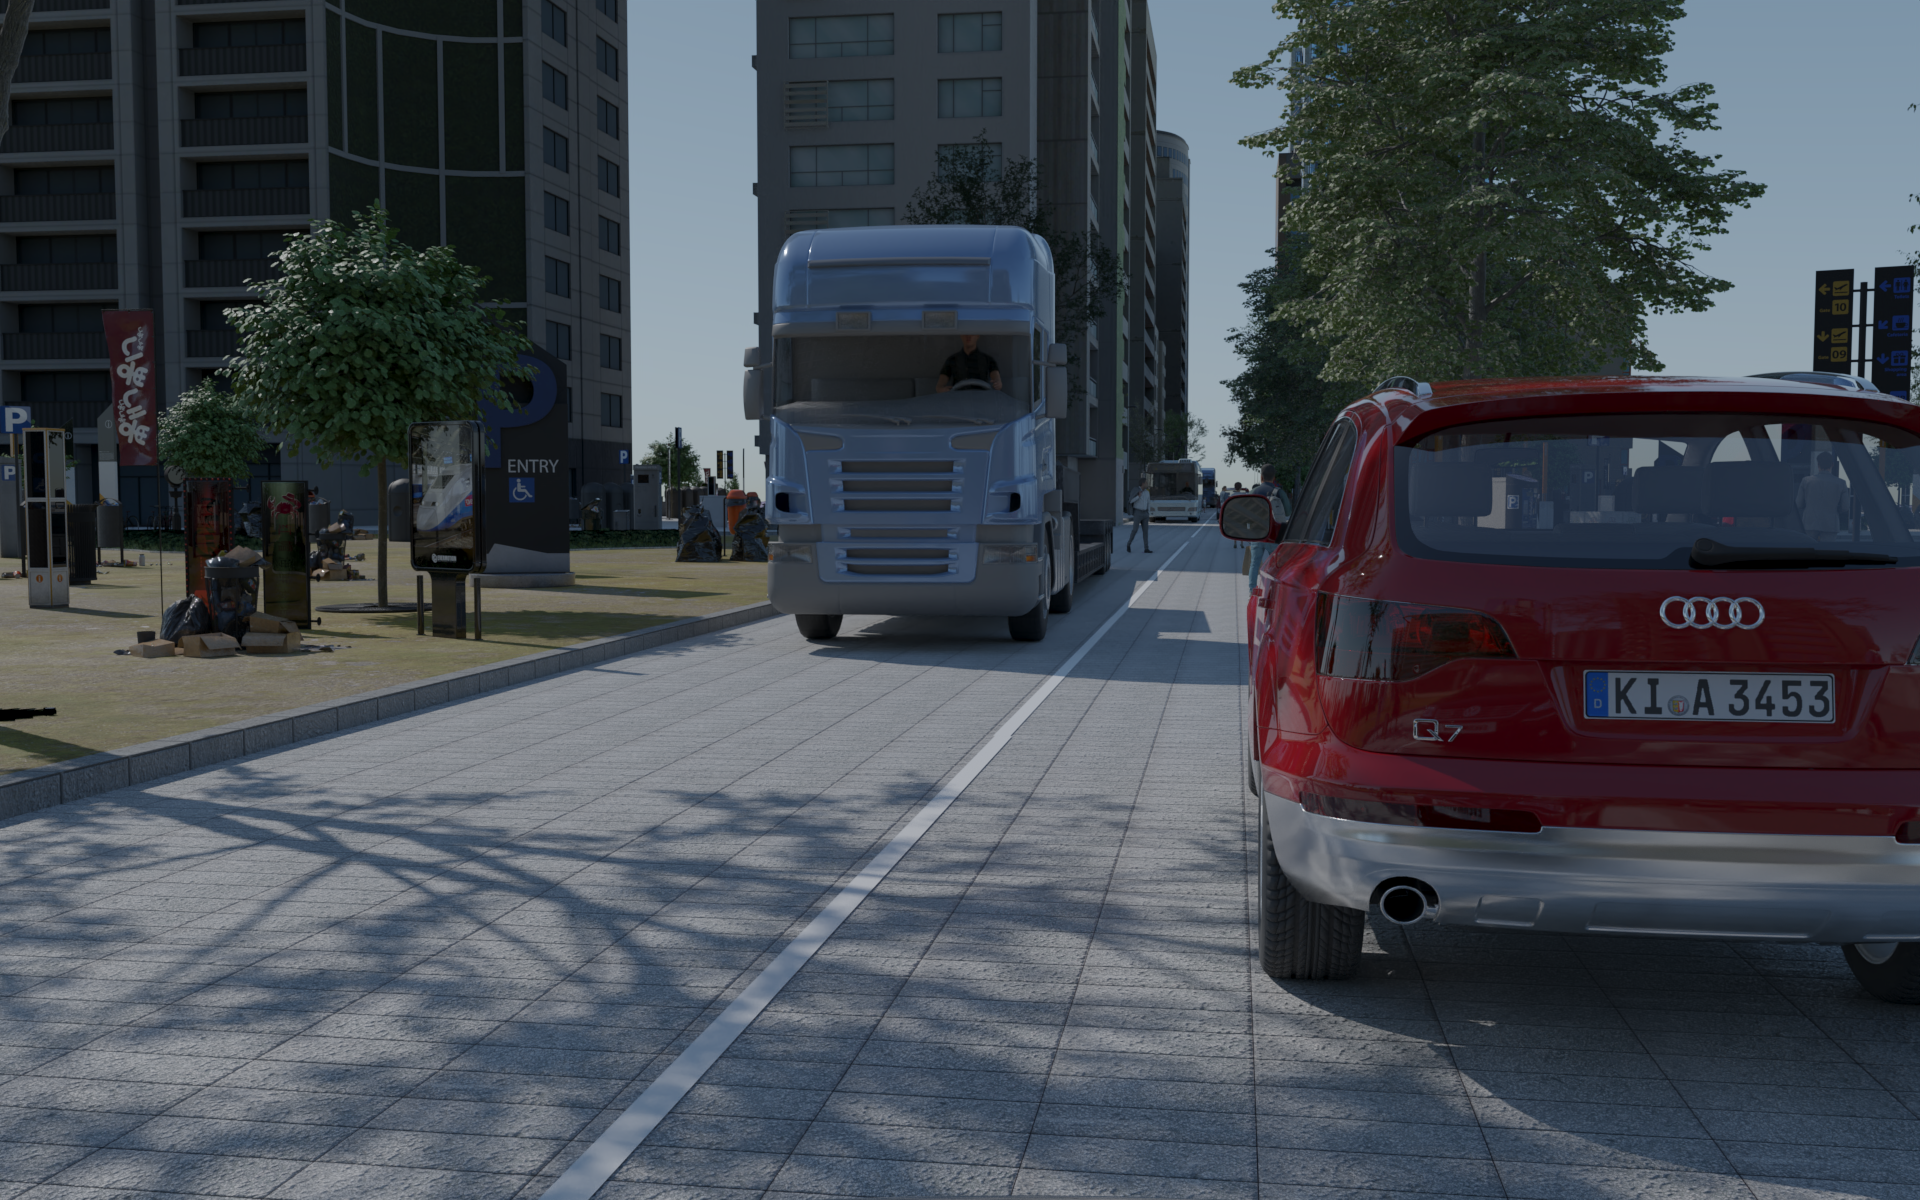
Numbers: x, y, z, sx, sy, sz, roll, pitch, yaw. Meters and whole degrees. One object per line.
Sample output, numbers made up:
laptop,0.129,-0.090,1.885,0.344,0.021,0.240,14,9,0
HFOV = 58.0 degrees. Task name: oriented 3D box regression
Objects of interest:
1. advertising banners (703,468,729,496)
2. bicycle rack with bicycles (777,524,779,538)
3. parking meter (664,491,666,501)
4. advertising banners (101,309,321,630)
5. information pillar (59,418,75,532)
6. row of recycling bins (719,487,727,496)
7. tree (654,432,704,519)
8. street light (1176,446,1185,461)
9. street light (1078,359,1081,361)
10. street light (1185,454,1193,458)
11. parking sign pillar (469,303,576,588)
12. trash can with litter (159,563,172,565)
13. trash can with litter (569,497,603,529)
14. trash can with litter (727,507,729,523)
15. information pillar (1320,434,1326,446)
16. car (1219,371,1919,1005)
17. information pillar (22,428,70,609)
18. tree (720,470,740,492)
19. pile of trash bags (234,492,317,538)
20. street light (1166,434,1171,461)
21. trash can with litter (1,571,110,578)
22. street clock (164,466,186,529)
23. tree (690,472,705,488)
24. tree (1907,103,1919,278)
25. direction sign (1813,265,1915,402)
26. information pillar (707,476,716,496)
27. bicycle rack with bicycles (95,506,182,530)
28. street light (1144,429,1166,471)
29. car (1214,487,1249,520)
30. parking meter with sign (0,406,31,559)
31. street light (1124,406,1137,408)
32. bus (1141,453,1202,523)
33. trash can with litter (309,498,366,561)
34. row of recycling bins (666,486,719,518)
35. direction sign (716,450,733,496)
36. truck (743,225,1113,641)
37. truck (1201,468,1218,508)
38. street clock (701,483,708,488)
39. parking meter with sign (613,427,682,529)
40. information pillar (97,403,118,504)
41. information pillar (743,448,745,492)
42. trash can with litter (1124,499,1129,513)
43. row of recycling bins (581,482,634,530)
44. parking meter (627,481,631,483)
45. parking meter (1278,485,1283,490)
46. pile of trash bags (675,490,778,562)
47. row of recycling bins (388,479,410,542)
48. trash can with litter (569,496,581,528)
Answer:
advertising banners,-16.185,-7.329,116.013,2.074,3.025,0.090,-1,4,-23
bicycle rack with bicycles,-3.134,-1.974,45.649,2.852,0.926,2.925,-3,4,-36
parking meter,-21.112,-7.290,124.904,0.399,1.863,0.255,-1,4,-20
advertising banners,-7.097,-1.236,16.402,2.074,3.025,0.090,0,4,5
information pillar,-27.388,-3.775,53.082,0.504,3.616,0.183,-3,5,-39
row of recycling bins,-16.154,-6.111,107.026,3.534,1.692,1.069,-1,4,-21
tree,-15.114,-6.545,90.732,4.285,4.588,4.351,0,3,0
street light,20.631,-11.897,167.049,1.470,5.913,1.316,1,4,9
street light,3.410,-5.286,58.972,1.470,5.913,1.316,1,4,9
street light,28.389,-14.931,216.662,1.470,5.913,1.316,1,4,9
parking sign pillar,-6.124,-2.181,24.138,1.447,3.967,1.447,-1,4,-14
trash can with litter,-15.402,-1.214,30.898,2.233,1.210,1.678,1,4,17
trash can with litter,-10.185,-2.167,46.816,1.055,1.170,0.624,1,4,10
trash can with litter,-10.343,-3.964,75.874,2.233,1.210,1.678,0,4,6
information pillar,12.962,-4.275,61.252,0.504,3.616,0.183,1,4,17
car,2.119,0.133,6.503,2.281,1.827,5.304,1,4,9
information pillar,-10.266,-0.916,19.464,0.304,2.012,0.304,1,4,10
tree,-17.741,-8.671,136.374,1.663,3.219,1.824,0,3,0
pile of trash bags,-20.837,-2.619,52.569,1.912,1.369,3.447,1,4,19
street light,15.429,-9.914,134.637,1.470,5.913,1.316,1,4,9
trash can with litter,-14.067,-0.979,27.066,1.678,1.210,2.233,1,4,14
street clock,-20.034,-2.428,44.265,0.358,2.002,0.471,3,5,44
tree,-19.945,-8.331,130.808,1.663,3.219,1.824,0,3,0
tree,20.717,-5.088,33.560,4.360,8.622,3.978,0,3,0
direction sign,9.047,-1.556,17.431,0.876,3.537,0.379,2,4,31
information pillar,-10.101,-4.040,70.544,0.304,2.012,0.304,0,4,2
bicycle rack with bicycles,-25.162,-2.453,53.497,2.852,0.926,2.925,0,4,0
street light,13.688,-9.223,123.336,1.470,5.913,1.316,1,4,9
car,15.393,-5.398,96.931,2.281,1.827,5.304,0,4,8
parking meter with sign,-19.238,-2.370,35.004,0.543,3.016,1.738,-3,5,-40
street light,8.605,-7.254,91.145,1.470,5.913,1.316,1,4,9
bus,11.196,-5.819,90.005,2.948,3.499,13.247,1,4,9
trash can with litter,-12.190,-1.377,33.564,2.233,1.210,1.678,1,4,22
row of recycling bins,-14.771,-5.357,94.707,1.069,1.692,3.534,2,4,27
direction sign,-12.152,-5.970,89.613,0.876,3.537,0.379,-1,4,-22
truck,0.538,-2.087,23.888,2.967,4.110,18.799,0,4,7
truck,26.005,-11.823,183.063,2.967,4.110,18.799,1,4,10
street clock,-16.436,-6.541,111.510,0.471,2.002,0.358,-1,4,-16
parking meter with sign,-8.157,-2.992,45.187,1.738,3.016,0.543,0,4,1
information pillar,-21.800,-3.241,44.349,0.504,3.616,0.183,1,4,12
information pillar,-11.046,-5.941,88.494,0.183,3.616,0.504,0,4,-6
trash can with litter,11.467,-6.401,116.051,0.624,1.170,1.055,3,4,39
row of recycling bins,-12.270,-3.371,62.230,1.069,1.692,3.534,2,4,26
parking meter,-15.006,-4.529,79.768,0.399,1.863,0.255,0,4,-2
parking meter,21.289,-6.691,115.109,0.255,1.863,0.399,1,4,18
pile of trash bags,-4.575,-1.495,34.196,1.912,1.369,3.447,0,4,-1
row of recycling bins,-14.079,-2.488,47.799,3.534,1.692,1.069,-3,5,-44
trash can with litter,-15.159,-3.379,66.305,2.233,1.210,1.678,0,4,7
